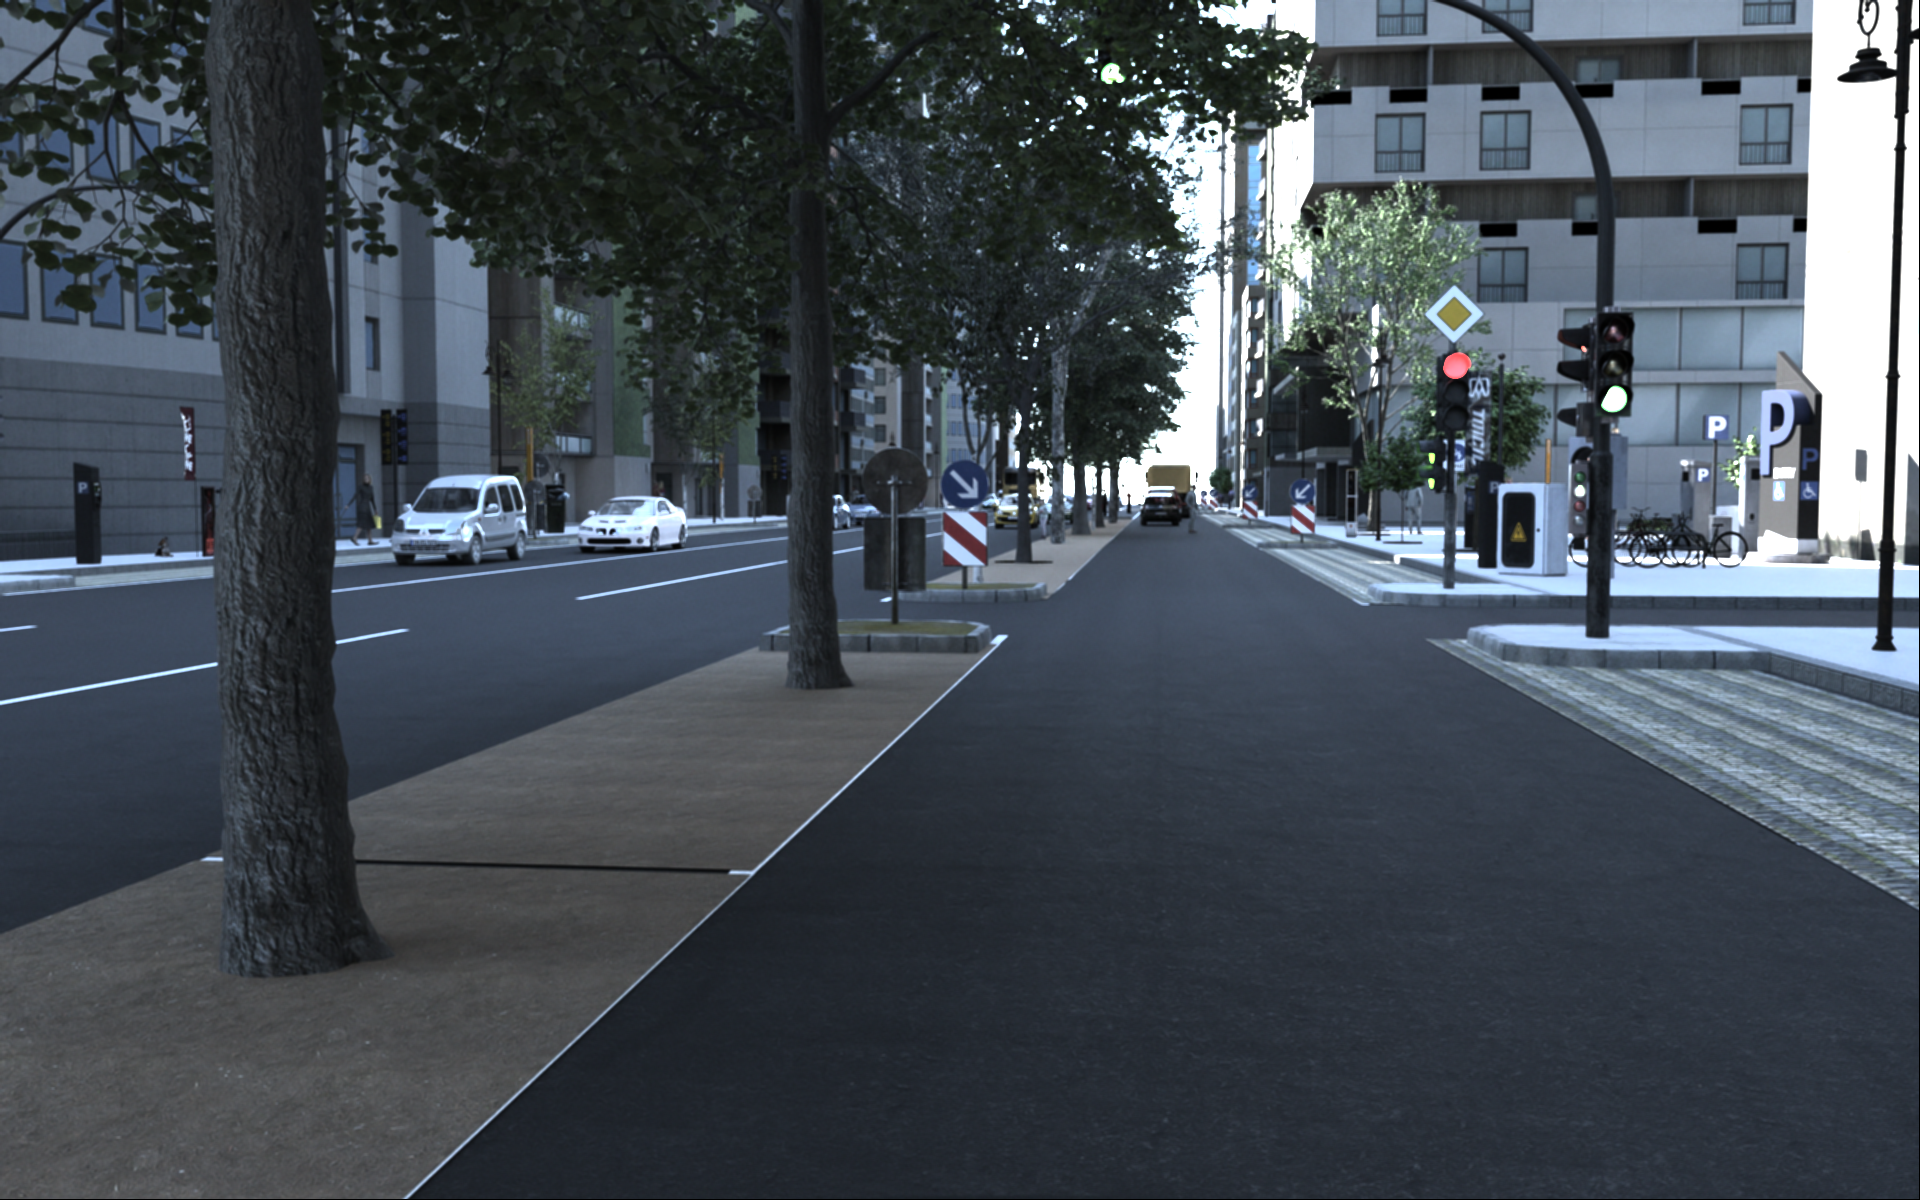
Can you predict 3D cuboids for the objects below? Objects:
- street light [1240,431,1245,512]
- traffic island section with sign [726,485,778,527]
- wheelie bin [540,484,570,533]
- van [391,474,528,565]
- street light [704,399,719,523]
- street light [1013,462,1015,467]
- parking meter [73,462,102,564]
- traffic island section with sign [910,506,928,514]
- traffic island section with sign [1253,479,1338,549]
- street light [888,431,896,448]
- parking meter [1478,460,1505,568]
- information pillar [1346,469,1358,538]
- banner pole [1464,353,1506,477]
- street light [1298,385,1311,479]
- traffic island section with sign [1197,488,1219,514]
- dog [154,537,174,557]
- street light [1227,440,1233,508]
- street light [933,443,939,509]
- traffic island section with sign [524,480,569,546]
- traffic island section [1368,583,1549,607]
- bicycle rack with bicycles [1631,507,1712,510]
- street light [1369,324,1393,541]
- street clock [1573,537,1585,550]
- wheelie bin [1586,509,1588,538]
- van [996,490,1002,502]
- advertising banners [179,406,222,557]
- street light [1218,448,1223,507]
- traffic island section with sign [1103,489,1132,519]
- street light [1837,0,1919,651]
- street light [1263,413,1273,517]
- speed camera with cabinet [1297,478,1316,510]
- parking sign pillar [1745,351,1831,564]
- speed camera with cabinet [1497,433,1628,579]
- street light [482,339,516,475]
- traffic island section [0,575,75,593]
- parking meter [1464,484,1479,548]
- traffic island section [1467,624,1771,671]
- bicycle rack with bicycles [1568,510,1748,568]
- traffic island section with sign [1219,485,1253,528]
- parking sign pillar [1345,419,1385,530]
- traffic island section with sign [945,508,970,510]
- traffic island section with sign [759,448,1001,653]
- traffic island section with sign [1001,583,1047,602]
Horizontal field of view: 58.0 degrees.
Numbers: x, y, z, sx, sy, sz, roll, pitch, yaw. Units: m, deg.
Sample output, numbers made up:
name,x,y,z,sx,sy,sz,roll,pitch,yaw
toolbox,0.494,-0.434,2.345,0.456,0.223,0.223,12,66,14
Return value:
name,x,y,z,sx,sy,sz,roll,pitch,yaw
street light,20.193,-9.238,123.827,0.468,5.910,1.993,0,4,7
traffic island section with sign,-9.015,-4.089,75.481,1.989,1.847,2.006,0,4,7
wheelie bin,-13.261,-2.988,56.766,0.980,1.594,0.693,-2,4,-24
van,-10.460,-1.793,36.319,2.013,2.044,4.112,0,4,5
street light,-10.900,-6.353,76.660,0.468,5.910,1.993,0,4,7
street light,7.375,-16.063,235.416,0.468,5.910,1.993,0,4,7
parking meter,-15.981,-1.592,31.749,0.399,1.863,0.255,0,4,4
traffic island section with sign,-3.360,-7.083,124.439,1.989,1.847,2.006,0,4,7
traffic island section with sign,8.913,-2.281,45.918,1.989,1.847,2.006,0,4,7
street light,-4.954,-9.442,127.165,0.468,5.910,1.993,0,4,7
parking meter,9.213,-1.486,30.004,0.399,1.863,0.255,0,4,-6
information pillar,11.580,-2.855,51.172,0.304,2.012,0.304,1,4,20
banner pole,9.401,-2.501,30.906,0.863,3.779,0.401,2,4,32
street light,14.316,-6.082,72.230,0.468,5.910,1.993,0,4,7
traffic island section with sign,17.780,-6.967,122.535,1.989,1.847,2.006,0,4,7
dog,-16.330,-1.096,35.659,0.550,0.427,0.748,0,4,3
street light,23.122,-10.757,148.656,0.468,5.910,1.993,0,4,7
street light,-2.052,-11.009,152.777,0.468,5.910,1.993,0,4,7
traffic island section with sign,-12.118,-2.451,48.704,1.989,1.847,2.006,0,4,7
traffic island section,6.647,-0.073,23.478,2.009,0.180,2.903,0,4,7
bicycle rack with bicycles,19.052,-2.007,46.189,2.925,0.926,2.852,-3,4,-37
street light,11.488,-4.563,47.389,0.468,5.910,1.993,0,4,7
street clock,14.210,-2.149,39.700,0.471,2.002,0.358,-1,4,-17
wheelie bin,18.407,-2.619,50.726,0.980,1.594,0.693,-3,5,-44
van,4.187,-9.404,160.768,2.013,2.044,4.112,0,4,6
advertising banners,-15.418,-2.406,35.532,0.090,3.025,2.074,0,4,5
street light,26.077,-12.275,173.483,0.468,5.910,1.993,0,4,7
traffic island section with sign,8.772,-5.529,98.530,2.006,1.907,1.989,0,4,7
street light,7.592,-2.524,14.051,0.468,5.910,1.993,0,4,7
street light,17.218,-7.601,97.062,0.468,5.910,1.993,0,4,7
speed camera with cabinet,19.792,-6.285,97.090,2.038,3.252,0.660,-2,4,-35
parking sign pillar,15.409,-2.671,32.147,1.447,3.967,1.447,0,4,-5
speed camera with cabinet,9.307,-1.988,26.841,0.660,3.252,2.038,-2,4,-31
street light,-13.771,-4.834,51.824,0.468,5.910,1.993,0,4,7
traffic island section,-14.751,-0.224,25.950,2.009,0.180,2.903,0,4,7
parking meter,12.183,-2.003,41.159,0.372,1.533,0.369,0,3,0
traffic island section,5.729,0.412,15.545,2.009,0.180,2.903,0,4,7
bicycle rack with bicycles,12.415,-1.065,30.796,2.925,0.926,2.852,1,4,21
traffic island section with sign,12.045,-3.926,72.813,1.989,1.847,2.006,0,4,7
parking sign pillar,14.816,-4.573,63.242,1.447,3.967,1.447,-1,4,-17
traffic island section with sign,-0.200,-8.748,151.656,1.989,1.847,2.006,0,4,7
traffic island section with sign,-0.720,-0.513,16.529,2.006,1.907,1.989,0,4,7
traffic island section with sign,0.141,-0.963,23.887,2.006,1.907,1.989,0,4,7
